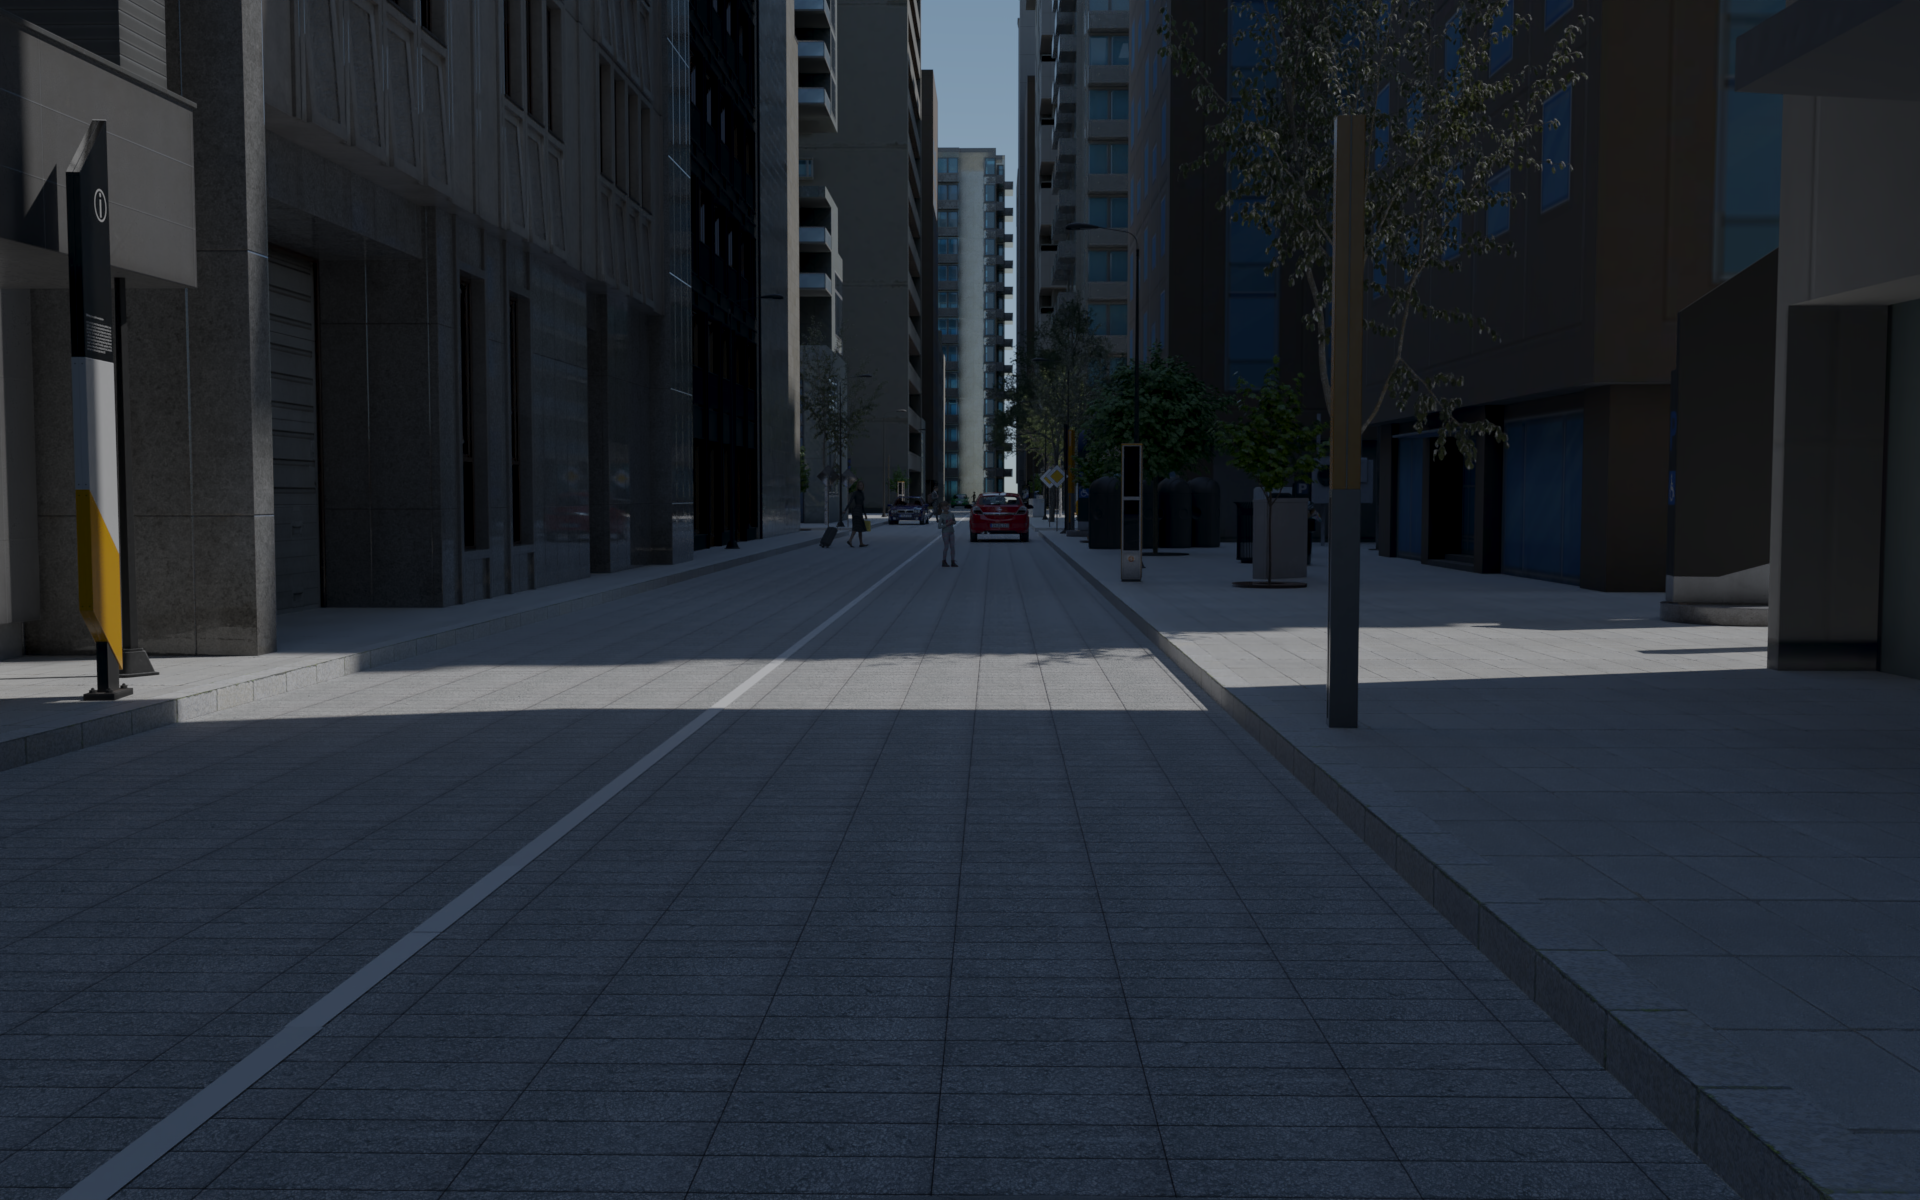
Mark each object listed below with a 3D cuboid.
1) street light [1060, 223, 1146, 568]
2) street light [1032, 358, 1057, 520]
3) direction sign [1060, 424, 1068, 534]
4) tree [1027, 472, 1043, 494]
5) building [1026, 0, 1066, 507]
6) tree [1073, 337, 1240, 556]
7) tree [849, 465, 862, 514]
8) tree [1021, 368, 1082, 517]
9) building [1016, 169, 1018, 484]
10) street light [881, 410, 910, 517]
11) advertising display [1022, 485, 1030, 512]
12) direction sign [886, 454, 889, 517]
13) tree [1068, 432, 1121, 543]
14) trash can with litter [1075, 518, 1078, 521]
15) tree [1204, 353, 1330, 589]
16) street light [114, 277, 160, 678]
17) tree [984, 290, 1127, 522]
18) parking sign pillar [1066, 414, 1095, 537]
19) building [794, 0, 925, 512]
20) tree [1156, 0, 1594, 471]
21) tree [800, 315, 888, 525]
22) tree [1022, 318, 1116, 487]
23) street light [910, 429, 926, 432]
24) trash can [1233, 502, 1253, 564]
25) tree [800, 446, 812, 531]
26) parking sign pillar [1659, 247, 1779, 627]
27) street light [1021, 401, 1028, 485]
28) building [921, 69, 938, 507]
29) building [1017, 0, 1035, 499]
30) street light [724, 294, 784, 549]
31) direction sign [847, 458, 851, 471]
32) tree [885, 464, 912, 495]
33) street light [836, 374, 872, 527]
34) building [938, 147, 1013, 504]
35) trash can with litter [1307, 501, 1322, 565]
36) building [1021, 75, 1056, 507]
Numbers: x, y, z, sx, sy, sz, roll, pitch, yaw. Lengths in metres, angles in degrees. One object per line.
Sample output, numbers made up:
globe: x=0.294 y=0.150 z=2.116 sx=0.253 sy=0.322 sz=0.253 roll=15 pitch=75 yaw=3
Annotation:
street light: x=2.499 y=-3.502 z=29.804 sx=1.470 sy=5.913 sz=1.316 roll=0 pitch=4 yaw=1
street light: x=3.152 y=-5.303 z=59.249 sx=1.470 sy=5.913 sz=1.316 roll=0 pitch=4 yaw=1
direction sign: x=3.418 y=-3.917 z=56.040 sx=0.379 sy=3.537 sz=0.876 roll=1 pitch=4 yaw=11
tree: x=6.534 y=-9.262 z=146.035 sx=1.663 sy=3.219 sz=1.824 roll=0 pitch=3 yaw=0
building: x=20.641 y=-34.961 z=160.857 sx=28.713 sy=52.752 sz=27.495 roll=0 pitch=4 yaw=1
tree: x=4.058 y=-3.226 z=36.462 sx=4.285 sy=4.588 sz=4.351 roll=0 pitch=3 yaw=0
tree: x=-7.196 y=-7.229 z=112.802 sx=1.663 sy=3.219 sz=1.824 roll=0 pitch=3 yaw=0
tree: x=5.431 y=-8.998 z=97.486 sx=4.737 sy=8.622 sz=4.395 roll=0 pitch=3 yaw=0
building: x=14.675 y=-35.584 z=231.914 sx=14.200 sy=45.320 sz=14.600 roll=0 pitch=4 yaw=1
street light: x=-3.658 y=-7.524 z=95.564 sx=1.470 sy=5.913 sz=1.316 roll=0 pitch=4 yaw=1
advertising display: x=4.562 y=-6.993 z=119.541 sx=0.123 sy=1.923 sz=0.974 roll=-2 pitch=4 yaw=-26
direction sign: x=-4.066 y=-6.533 z=98.819 sx=0.379 sy=3.537 sz=0.876 roll=0 pitch=4 yaw=-1
tree: x=3.623 y=-3.128 z=45.750 sx=1.663 sy=3.219 sz=1.824 roll=0 pitch=3 yaw=0
trash can with litter: x=6.105 y=-4.406 z=83.089 sx=1.678 sy=1.210 sz=2.233 roll=-2 pitch=4 yaw=-31
tree: x=4.411 y=-1.788 z=23.835 sx=1.663 sy=3.219 sz=1.824 roll=0 pitch=3 yaw=0
street light: x=-5.319 y=-2.416 z=12.045 sx=1.470 sy=5.913 sz=1.316 roll=0 pitch=4 yaw=1
tree: x=4.511 y=-8.847 z=79.063 sx=7.601 sy=10.594 sz=8.767 roll=1 pitch=4 yaw=22
parking sign pillar: x=3.929 y=-3.902 z=52.272 sx=1.447 sy=3.967 sz=1.447 roll=1 pitch=4 yaw=20
building: x=-14.126 y=-51.605 z=156.417 sx=22.319 sy=86.520 sz=31.000 roll=0 pitch=4 yaw=1
tree: x=3.948 y=-4.108 z=17.521 sx=4.360 sy=8.622 sz=3.978 roll=0 pitch=3 yaw=0
tree: x=-5.346 y=-7.449 z=72.151 sx=4.360 sy=8.622 sz=3.978 roll=0 pitch=3 yaw=0
tree: x=4.801 y=-7.423 z=71.728 sx=4.360 sy=8.622 sz=3.978 roll=0 pitch=3 yaw=0
street light: x=-3.089 y=-9.220 z=123.293 sx=1.470 sy=5.913 sz=1.316 roll=0 pitch=4 yaw=1
trash can: x=5.441 y=-1.254 z=32.152 sx=0.748 sy=1.137 sz=0.748 roll=0 pitch=3 yaw=0
tree: x=-5.709 y=-4.051 z=60.828 sx=1.663 sy=3.219 sz=1.824 roll=0 pitch=3 yaw=0
parking sign pillar: x=7.828 y=-1.765 z=17.336 sx=1.447 sy=3.967 sz=1.447 roll=1 pitch=4 yaw=12
street light: x=3.704 y=-6.946 z=86.104 sx=1.470 sy=5.913 sz=1.316 roll=0 pitch=4 yaw=1
building: x=-9.414 y=-32.418 z=180.142 sx=14.600 sy=45.320 sz=14.200 roll=0 pitch=4 yaw=1
building: x=17.285 y=-40.444 z=203.255 sx=21.231 sy=58.520 sz=28.212 roll=0 pitch=4 yaw=1
street light: x=-4.790 y=-4.148 z=40.364 sx=1.470 sy=5.913 sz=1.316 roll=0 pitch=4 yaw=1
direction sign: x=-7.161 y=-7.172 z=109.256 sx=0.379 sy=3.537 sz=0.876 roll=2 pitch=4 yaw=33
tree: x=-4.080 y=-7.196 z=112.249 sx=1.663 sy=3.219 sz=1.824 roll=0 pitch=3 yaw=0
street light: x=-4.108 y=-5.799 z=67.355 sx=1.470 sy=5.913 sz=1.316 roll=0 pitch=4 yaw=1
building: x=-8.002 y=-37.775 z=237.228 sx=30.456 sy=49.044 sz=23.786 roll=0 pitch=4 yaw=1
trash can with litter: x=5.899 y=-1.203 z=31.064 sx=1.055 sy=1.170 sz=0.624 roll=-1 pitch=4 yaw=-22
building: x=13.816 y=-32.551 z=182.323 sx=14.600 sy=45.320 sz=14.200 roll=0 pitch=4 yaw=1
